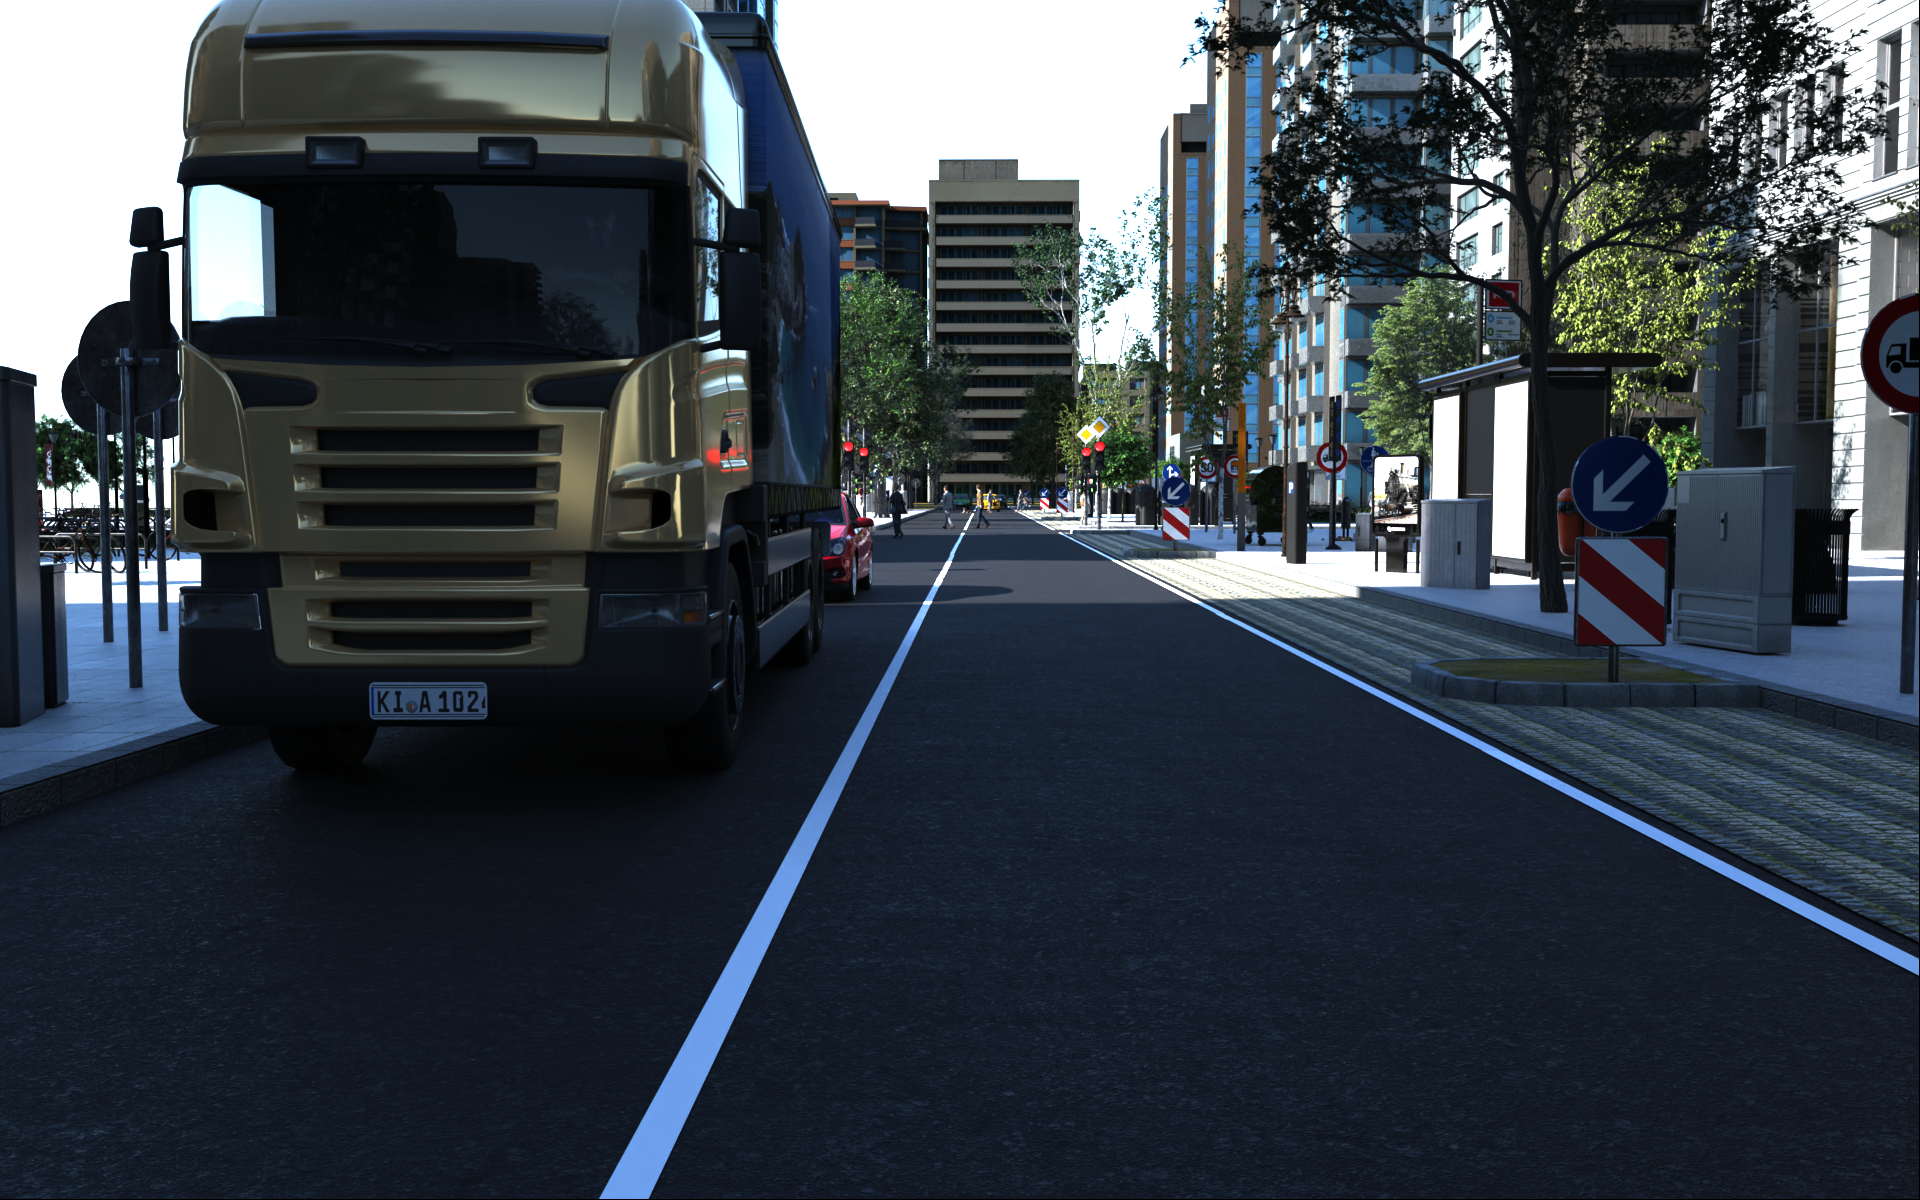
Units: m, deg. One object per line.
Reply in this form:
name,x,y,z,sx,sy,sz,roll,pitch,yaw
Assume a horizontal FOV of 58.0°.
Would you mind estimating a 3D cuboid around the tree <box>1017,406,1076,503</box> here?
tree,9.596,-15.662,181.821,9.928,11.665,9.643,0,3,0

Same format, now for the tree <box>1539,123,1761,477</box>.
tree,12.762,-5.060,33.090,4.737,8.622,4.395,0,3,0

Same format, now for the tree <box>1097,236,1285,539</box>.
tree,7.213,-6.042,49.146,4.737,8.622,4.395,0,3,0

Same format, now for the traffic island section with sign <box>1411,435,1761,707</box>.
traffic island section with sign,4.374,-0.238,12.511,1.989,1.847,2.006,0,4,1

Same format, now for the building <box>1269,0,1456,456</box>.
building,35.575,-31.132,128.620,23.786,49.044,30.456,0,4,1

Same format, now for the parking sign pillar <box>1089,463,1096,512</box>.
parking sign pillar,9.597,-8.249,123.341,1.447,3.967,1.447,-1,4,-15

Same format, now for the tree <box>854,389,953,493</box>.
tree,-3.941,-10.676,108.962,7.601,10.594,8.767,0,4,-8

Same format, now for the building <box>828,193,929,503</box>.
building,-18.929,-36.676,254.284,28.867,44.769,22.147,0,4,1

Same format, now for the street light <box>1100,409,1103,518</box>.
street light,7.513,-7.309,92.292,0.468,5.910,1.993,0,4,1

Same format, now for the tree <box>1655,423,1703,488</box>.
tree,33.607,-5.927,80.626,4.285,4.588,4.351,0,3,0

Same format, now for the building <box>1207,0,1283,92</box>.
building,29.664,-30.828,154.145,14.600,45.320,14.200,0,4,1

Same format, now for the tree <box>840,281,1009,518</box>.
tree,-4.321,-10.758,92.900,9.611,12.733,9.660,0,3,0

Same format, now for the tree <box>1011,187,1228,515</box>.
tree,9.789,-15.323,106.421,12.611,20.169,13.585,0,3,0

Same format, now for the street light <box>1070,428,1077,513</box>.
street light,7.763,-8.897,118.254,0.468,5.910,1.993,0,4,1

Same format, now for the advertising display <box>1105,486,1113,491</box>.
advertising display,10.376,-7.008,119.788,0.123,1.923,0.974,-3,5,-45

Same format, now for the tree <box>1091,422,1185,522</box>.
tree,7.395,-5.855,79.447,4.285,4.588,4.351,0,3,0

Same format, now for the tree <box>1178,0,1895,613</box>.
tree,6.182,-5.157,18.724,7.601,10.594,8.767,2,4,32

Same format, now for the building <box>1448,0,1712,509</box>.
building,34.264,-19.484,90.264,14.107,30.474,14.160,0,4,1

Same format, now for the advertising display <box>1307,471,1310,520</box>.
advertising display,8.898,-2.481,45.773,0.974,1.923,0.123,-3,5,-42

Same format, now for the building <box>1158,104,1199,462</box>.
building,30.573,-33.612,199.661,14.600,45.320,14.200,0,4,1

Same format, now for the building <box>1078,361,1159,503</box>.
building,32.737,-25.189,256.874,28.899,21.520,27.650,0,4,1

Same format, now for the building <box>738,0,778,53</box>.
building,-32.768,-53.989,195.389,31.000,86.520,22.319,0,4,1

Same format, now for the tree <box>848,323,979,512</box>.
tree,-4.367,-13.004,122.989,12.009,13.543,11.850,0,3,0

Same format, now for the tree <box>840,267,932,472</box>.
tree,-5.354,-9.266,77.254,9.928,11.665,9.643,0,3,0

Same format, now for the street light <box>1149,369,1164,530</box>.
street light,7.024,-5.452,61.928,0.468,5.910,1.993,0,4,1

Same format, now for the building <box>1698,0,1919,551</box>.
building,25.807,-15.609,32.695,11.434,29.767,29.804,0,4,1

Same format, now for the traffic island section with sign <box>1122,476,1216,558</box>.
traffic island section with sign,4.724,-1.886,39.464,1.989,1.847,2.006,0,4,1

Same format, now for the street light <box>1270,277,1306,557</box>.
street light,6.648,-3.822,35.270,0.468,5.910,1.993,0,4,1

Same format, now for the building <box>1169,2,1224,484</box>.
building,34.299,-52.768,175.435,22.319,86.520,31.000,0,4,1

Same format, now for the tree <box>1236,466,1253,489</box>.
tree,20.255,-7.762,121.514,1.663,3.219,1.824,0,3,0

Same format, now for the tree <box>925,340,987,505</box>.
tree,-3.318,-20.923,197.977,12.611,20.169,13.585,0,3,0

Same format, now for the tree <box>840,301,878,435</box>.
tree,-5.091,-6.579,57.928,4.360,8.622,3.978,0,3,0

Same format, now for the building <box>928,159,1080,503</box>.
building,6.291,-38.490,253.015,21.600,48.544,21.300,0,4,1

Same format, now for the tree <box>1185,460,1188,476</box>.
tree,16.922,-9.513,139.254,4.285,4.588,4.351,0,3,0

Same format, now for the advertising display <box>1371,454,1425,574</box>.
advertising display,7.138,-1.410,28.265,0.123,1.923,0.974,-3,4,-36

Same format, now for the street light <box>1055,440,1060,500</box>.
street light,8.115,-10.521,144.801,0.468,5.910,1.993,0,4,1

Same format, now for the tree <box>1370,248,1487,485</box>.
tree,14.583,-6.238,52.349,4.360,8.622,3.978,0,3,0

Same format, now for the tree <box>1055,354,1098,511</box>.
tree,7.656,-8.304,86.137,4.737,8.622,4.395,0,3,0

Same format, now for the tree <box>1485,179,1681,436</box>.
tree,14.421,-5.507,40.401,4.360,8.622,3.978,0,3,0

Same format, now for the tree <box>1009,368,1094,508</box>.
tree,8.413,-14.735,157.925,9.611,12.733,9.660,0,3,0

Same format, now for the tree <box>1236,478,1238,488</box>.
tree,21.327,-9.463,138.427,4.285,4.588,4.351,0,3,0

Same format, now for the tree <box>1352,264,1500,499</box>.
tree,23.272,-10.283,86.256,7.486,12.596,7.792,0,3,0

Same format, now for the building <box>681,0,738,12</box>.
building,-28.372,-43.828,154.840,20.563,71.187,20.611,0,4,1

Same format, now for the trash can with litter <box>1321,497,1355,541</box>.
trash can with litter,10.837,-2.246,47.772,1.678,1.210,2.233,2,4,25

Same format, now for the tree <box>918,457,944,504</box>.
tree,-3.580,-16.099,213.573,4.360,8.622,3.978,0,3,0

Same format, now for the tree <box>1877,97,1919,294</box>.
tree,16.980,-4.720,27.530,4.360,8.622,3.978,0,3,0

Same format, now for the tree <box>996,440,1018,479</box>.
tree,9.046,-17.279,216.923,8.767,10.594,7.601,-1,4,-19

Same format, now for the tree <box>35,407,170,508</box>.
tree,-59.728,-9.135,112.270,11.467,7.101,20.602,0,4,-7
